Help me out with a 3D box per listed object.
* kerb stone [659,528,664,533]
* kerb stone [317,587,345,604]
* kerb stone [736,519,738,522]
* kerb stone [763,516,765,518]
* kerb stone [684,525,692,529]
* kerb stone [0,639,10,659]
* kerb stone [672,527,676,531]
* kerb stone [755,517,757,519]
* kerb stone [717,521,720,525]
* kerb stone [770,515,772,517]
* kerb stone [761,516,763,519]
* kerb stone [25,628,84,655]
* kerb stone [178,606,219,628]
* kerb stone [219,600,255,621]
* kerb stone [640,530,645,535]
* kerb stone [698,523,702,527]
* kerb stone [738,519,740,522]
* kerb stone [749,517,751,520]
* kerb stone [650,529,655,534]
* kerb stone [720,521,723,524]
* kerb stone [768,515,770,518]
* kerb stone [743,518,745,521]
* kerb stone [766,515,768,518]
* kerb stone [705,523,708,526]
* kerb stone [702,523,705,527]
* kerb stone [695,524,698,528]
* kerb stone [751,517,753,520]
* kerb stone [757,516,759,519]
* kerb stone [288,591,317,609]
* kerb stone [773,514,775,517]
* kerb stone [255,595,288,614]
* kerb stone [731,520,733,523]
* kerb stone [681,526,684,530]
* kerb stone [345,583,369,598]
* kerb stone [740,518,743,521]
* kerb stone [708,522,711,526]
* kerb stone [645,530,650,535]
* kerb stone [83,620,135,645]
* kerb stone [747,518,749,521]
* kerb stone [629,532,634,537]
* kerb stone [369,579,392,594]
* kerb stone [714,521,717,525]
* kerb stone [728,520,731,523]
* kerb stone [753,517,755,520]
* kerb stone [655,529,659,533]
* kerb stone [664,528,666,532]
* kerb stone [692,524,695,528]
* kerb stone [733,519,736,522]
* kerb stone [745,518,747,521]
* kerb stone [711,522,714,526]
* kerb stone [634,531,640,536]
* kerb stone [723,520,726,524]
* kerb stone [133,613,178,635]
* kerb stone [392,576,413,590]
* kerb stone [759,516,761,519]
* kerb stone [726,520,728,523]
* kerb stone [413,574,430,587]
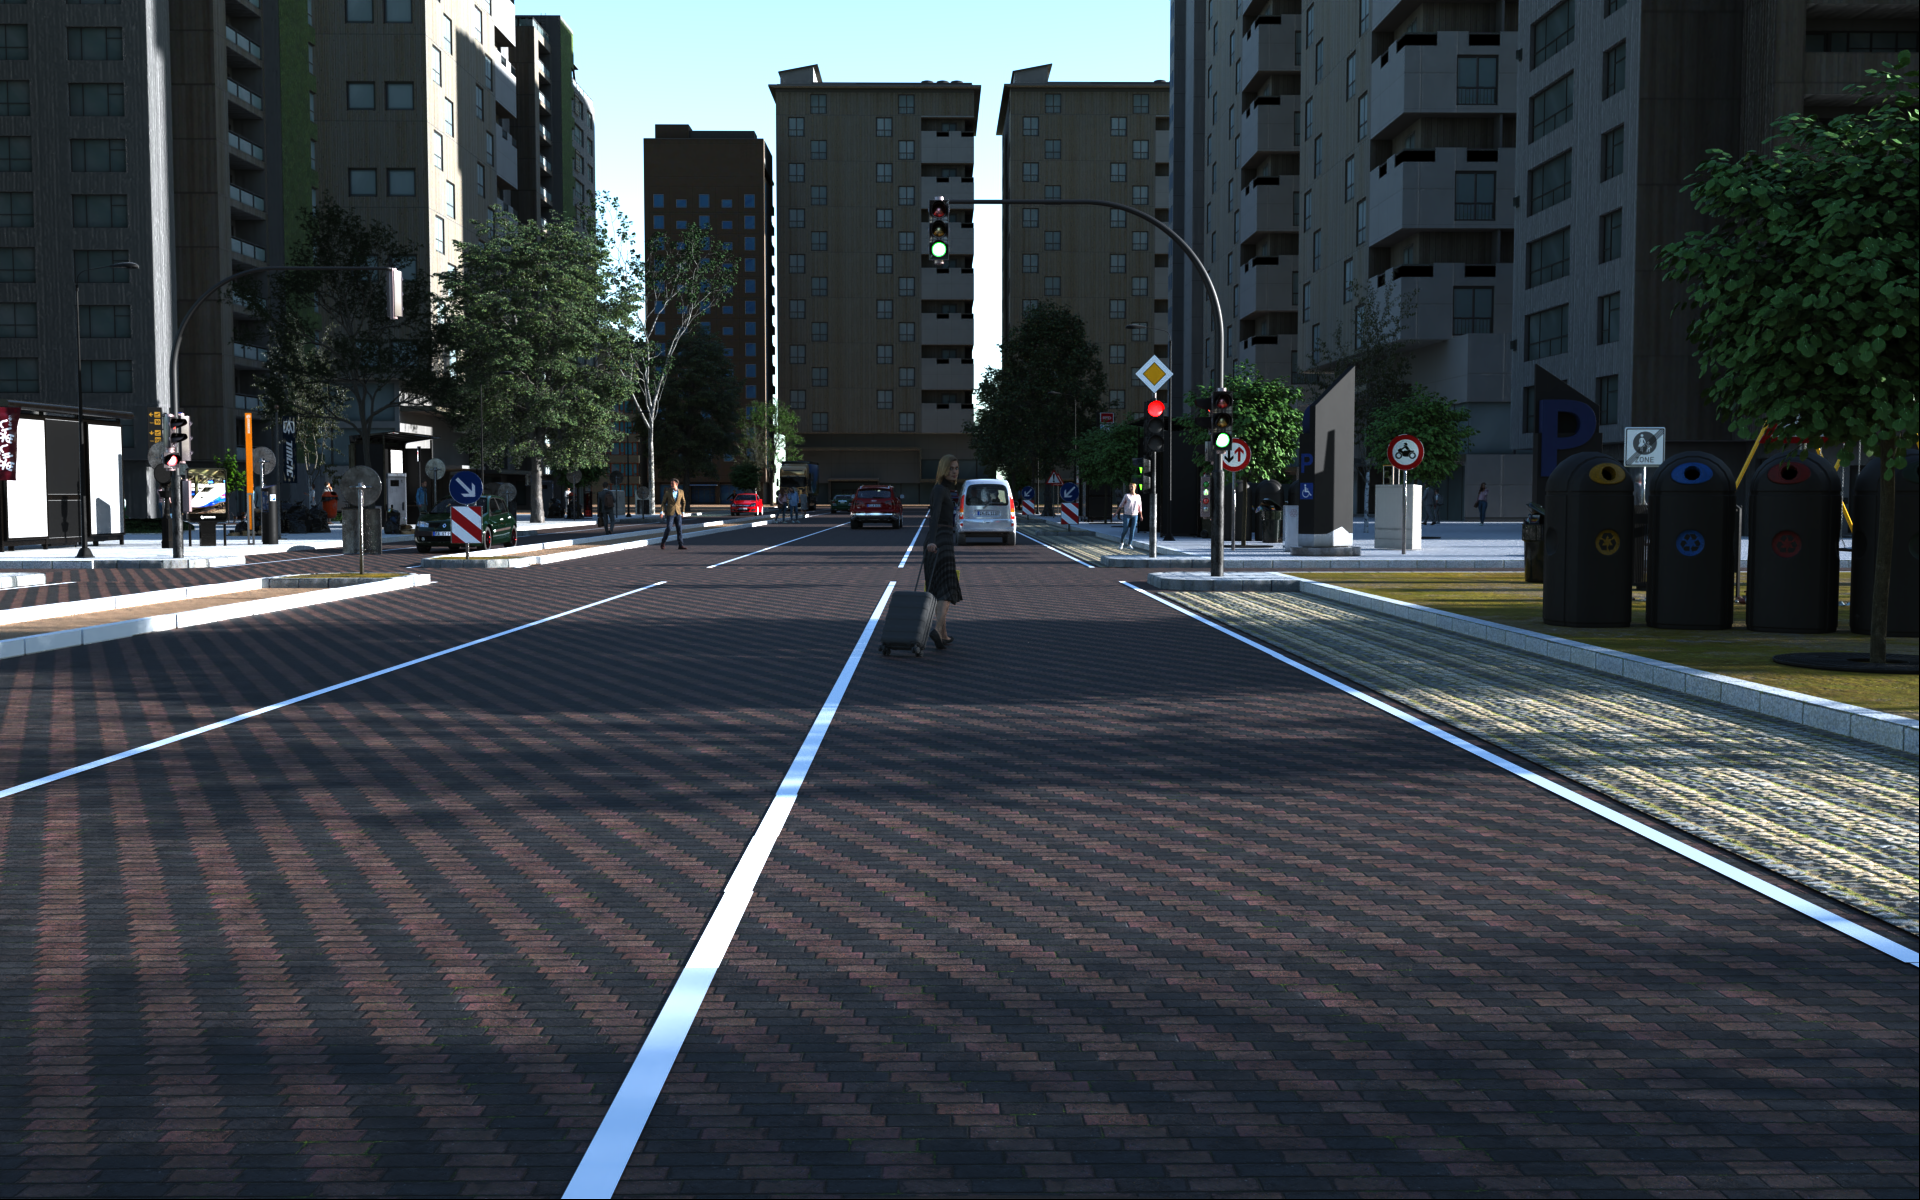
[{"bbox_3d":[-11.103,-2.526,63.577,0.120,0.150,1.000,0,4,-1],"label":"kerb stone"},{"bbox_3d":[-8.475,-0.055,23.097,0.120,0.150,1.000,0,4,-1],"label":"kerb stone"},{"bbox_3d":[-11.411,-3.971,87.123,0.120,0.150,1.000,0,4,-1],"label":"kerb stone"},{"bbox_3d":[-11.591,-4.787,100.468,0.120,0.150,1.000,0,4,-1],"label":"kerb stone"},{"bbox_3d":[-11.195,-2.969,70.735,0.120,0.150,1.000,0,4,-1],"label":"kerb stone"},{"bbox_3d":[-8.368,0.450,14.888,0.120,0.150,1.000,0,4,-1],"label":"kerb stone"},{"bbox_3d":[-11.149,-2.719,66.644,0.120,0.150,1.000,0,4,-1],"label":"kerb stone"},{"bbox_3d":[-11.530,-4.531,96.349,0.120,0.150,1.000,0,4,-1],"label":"kerb stone"},{"bbox_3d":[-11.318,-3.533,79.952,0.120,0.150,1.000,0,4,-1],"label":"kerb stone"},{"bbox_3d":[-11.639,-5.038,104.558,0.120,0.150,1.000,0,4,-1],"label":"kerb stone"},{"bbox_3d":[-11.566,-4.722,99.437,0.120,0.150,1.000,0,4,-1],"label":"kerb stone"},{"bbox_3d":[-8.383,0.387,15.915,0.120,0.150,1.000,0,4,-1],"label":"kerb stone"},{"bbox_3d":[-8.423,0.199,18.999,0.120,0.150,1.000,0,4,-1],"label":"kerb stone"},{"bbox_3d":[-8.443,0.132,20.031,0.120,0.150,1.000,0,4,-1],"label":"kerb stone"},{"bbox_3d":[-11.052,-2.280,59.477,0.120,0.150,1.000,0,4,-1],"label":"kerb stone"},{"bbox_3d":[-11.233,-3.157,73.807,0.120,0.150,1.000,0,4,-1],"label":"kerb stone"},{"bbox_3d":[-11.423,-4.030,88.150,0.120,0.150,1.000,0,4,-1],"label":"kerb stone"},{"bbox_3d":[-11.493,-4.348,93.280,0.120,0.150,1.000,0,4,-1],"label":"kerb stone"},{"bbox_3d":[-11.070,-2.406,61.527,0.120,0.150,1.000,0,4,-1],"label":"kerb stone"},{"bbox_3d":[-11.338,-3.594,80.975,0.120,0.150,1.000,0,4,-1],"label":"kerb stone"},{"bbox_3d":[-11.621,-4.974,103.536,0.120,0.150,1.000,0,4,-1],"label":"kerb stone"},{"bbox_3d":[-11.454,-4.158,90.200,0.120,0.150,1.000,0,4,-1],"label":"kerb stone"},{"bbox_3d":[-11.608,-4.912,102.514,0.120,0.150,1.000,0,4,-1],"label":"kerb stone"},{"bbox_3d":[-11.258,-3.278,75.855,0.120,0.150,1.000,0,4,-1],"label":"kerb stone"},{"bbox_3d":[-11.260,-3.219,74.832,0.120,0.150,1.000,0,4,-1],"label":"kerb stone"},{"bbox_3d":[-11.225,-3.094,72.779,0.120,0.150,1.000,0,4,-1],"label":"kerb stone"},{"bbox_3d":[-11.504,-4.410,94.304,0.120,0.150,1.000,0,4,-1],"label":"kerb stone"},{"bbox_3d":[-11.537,-4.598,97.379,0.120,0.150,1.000,0,4,-1],"label":"kerb stone"},{"bbox_3d":[-8.464,0.010,22.075,0.120,0.150,1.000,0,4,-1],"label":"kerb stone"},{"bbox_3d":[-11.659,-5.163,106.604,0.120,0.150,1.000,0,4,-1],"label":"kerb stone"},{"bbox_3d":[-8.448,0.070,21.053,0.120,0.150,1.000,0,4,-1],"label":"kerb stone"},{"bbox_3d":[-11.380,-3.842,85.077,0.120,0.150,1.000,0,4,-1],"label":"kerb stone"},{"bbox_3d":[-11.167,-2.844,68.690,0.120,0.150,1.000,0,4,-1],"label":"kerb stone"},{"bbox_3d":[-8.498,-0.110,24.122,0.120,0.150,1.000,0,4,-1],"label":"kerb stone"},{"bbox_3d":[-11.439,-4.096,89.172,0.120,0.150,1.000,0,4,-1],"label":"kerb stone"},{"bbox_3d":[-11.278,-3.345,76.878,0.120,0.150,1.000,0,4,-1],"label":"kerb stone"},{"bbox_3d":[-11.068,-2.343,60.503,0.120,0.150,1.000,0,4,-1],"label":"kerb stone"},{"bbox_3d":[-8.389,0.323,16.943,0.120,0.150,1.000,0,4,-1],"label":"kerb stone"},{"bbox_3d":[-11.474,-4.285,92.250,0.120,0.150,1.000,0,4,-1],"label":"kerb stone"},{"bbox_3d":[-11.027,-2.155,57.429,0.120,0.150,1.000,0,4,-1],"label":"kerb stone"},{"bbox_3d":[-8.508,-0.174,25.144,0.120,0.150,1.000,0,4,-1],"label":"kerb stone"},{"bbox_3d":[-11.306,-3.470,78.924,0.120,0.150,1.000,0,4,-1],"label":"kerb stone"},{"bbox_3d":[-11.366,-3.783,84.047,0.120,0.150,1.000,0,4,-1],"label":"kerb stone"},{"bbox_3d":[-11.517,-4.470,95.327,0.120,0.150,1.000,0,4,-1],"label":"kerb stone"},{"bbox_3d":[-11.093,-2.465,62.549,0.120,0.150,1.000,0,4,-1],"label":"kerb stone"},{"bbox_3d":[-11.110,-2.594,64.599,0.120,0.150,1.000,0,4,-1],"label":"kerb stone"},{"bbox_3d":[-11.213,-3.031,71.757,0.120,0.150,1.000,0,4,-1],"label":"kerb stone"},{"bbox_3d":[-11.398,-3.909,86.099,0.120,0.150,1.000,0,4,-1],"label":"kerb stone"},{"bbox_3d":[-11.466,-4.219,91.228,0.120,0.150,1.000,0,4,-1],"label":"kerb stone"},{"bbox_3d":[-11.295,-3.407,77.902,0.120,0.150,1.000,0,4,-1],"label":"kerb stone"},{"bbox_3d":[-11.038,-2.213,58.452,0.120,0.150,1.000,0,4,-1],"label":"kerb stone"},{"bbox_3d":[-11.340,-3.655,82.003,0.120,0.150,1.000,0,4,-1],"label":"kerb stone"},{"bbox_3d":[-8.419,0.261,17.973,0.120,0.150,1.000,0,4,-1],"label":"kerb stone"},{"bbox_3d":[-8.520,-0.243,26.165,0.120,0.150,1.000,0,4,-1],"label":"kerb stone"},{"bbox_3d":[-11.560,-4.662,98.415,0.120,0.150,1.000,0,4,-1],"label":"kerb stone"},{"bbox_3d":[-11.357,-3.720,83.025,0.120,0.150,1.000,0,4,-1],"label":"kerb stone"},{"bbox_3d":[-8.530,-0.306,27.198,0.120,0.150,1.000,0,4,-1],"label":"kerb stone"}]
